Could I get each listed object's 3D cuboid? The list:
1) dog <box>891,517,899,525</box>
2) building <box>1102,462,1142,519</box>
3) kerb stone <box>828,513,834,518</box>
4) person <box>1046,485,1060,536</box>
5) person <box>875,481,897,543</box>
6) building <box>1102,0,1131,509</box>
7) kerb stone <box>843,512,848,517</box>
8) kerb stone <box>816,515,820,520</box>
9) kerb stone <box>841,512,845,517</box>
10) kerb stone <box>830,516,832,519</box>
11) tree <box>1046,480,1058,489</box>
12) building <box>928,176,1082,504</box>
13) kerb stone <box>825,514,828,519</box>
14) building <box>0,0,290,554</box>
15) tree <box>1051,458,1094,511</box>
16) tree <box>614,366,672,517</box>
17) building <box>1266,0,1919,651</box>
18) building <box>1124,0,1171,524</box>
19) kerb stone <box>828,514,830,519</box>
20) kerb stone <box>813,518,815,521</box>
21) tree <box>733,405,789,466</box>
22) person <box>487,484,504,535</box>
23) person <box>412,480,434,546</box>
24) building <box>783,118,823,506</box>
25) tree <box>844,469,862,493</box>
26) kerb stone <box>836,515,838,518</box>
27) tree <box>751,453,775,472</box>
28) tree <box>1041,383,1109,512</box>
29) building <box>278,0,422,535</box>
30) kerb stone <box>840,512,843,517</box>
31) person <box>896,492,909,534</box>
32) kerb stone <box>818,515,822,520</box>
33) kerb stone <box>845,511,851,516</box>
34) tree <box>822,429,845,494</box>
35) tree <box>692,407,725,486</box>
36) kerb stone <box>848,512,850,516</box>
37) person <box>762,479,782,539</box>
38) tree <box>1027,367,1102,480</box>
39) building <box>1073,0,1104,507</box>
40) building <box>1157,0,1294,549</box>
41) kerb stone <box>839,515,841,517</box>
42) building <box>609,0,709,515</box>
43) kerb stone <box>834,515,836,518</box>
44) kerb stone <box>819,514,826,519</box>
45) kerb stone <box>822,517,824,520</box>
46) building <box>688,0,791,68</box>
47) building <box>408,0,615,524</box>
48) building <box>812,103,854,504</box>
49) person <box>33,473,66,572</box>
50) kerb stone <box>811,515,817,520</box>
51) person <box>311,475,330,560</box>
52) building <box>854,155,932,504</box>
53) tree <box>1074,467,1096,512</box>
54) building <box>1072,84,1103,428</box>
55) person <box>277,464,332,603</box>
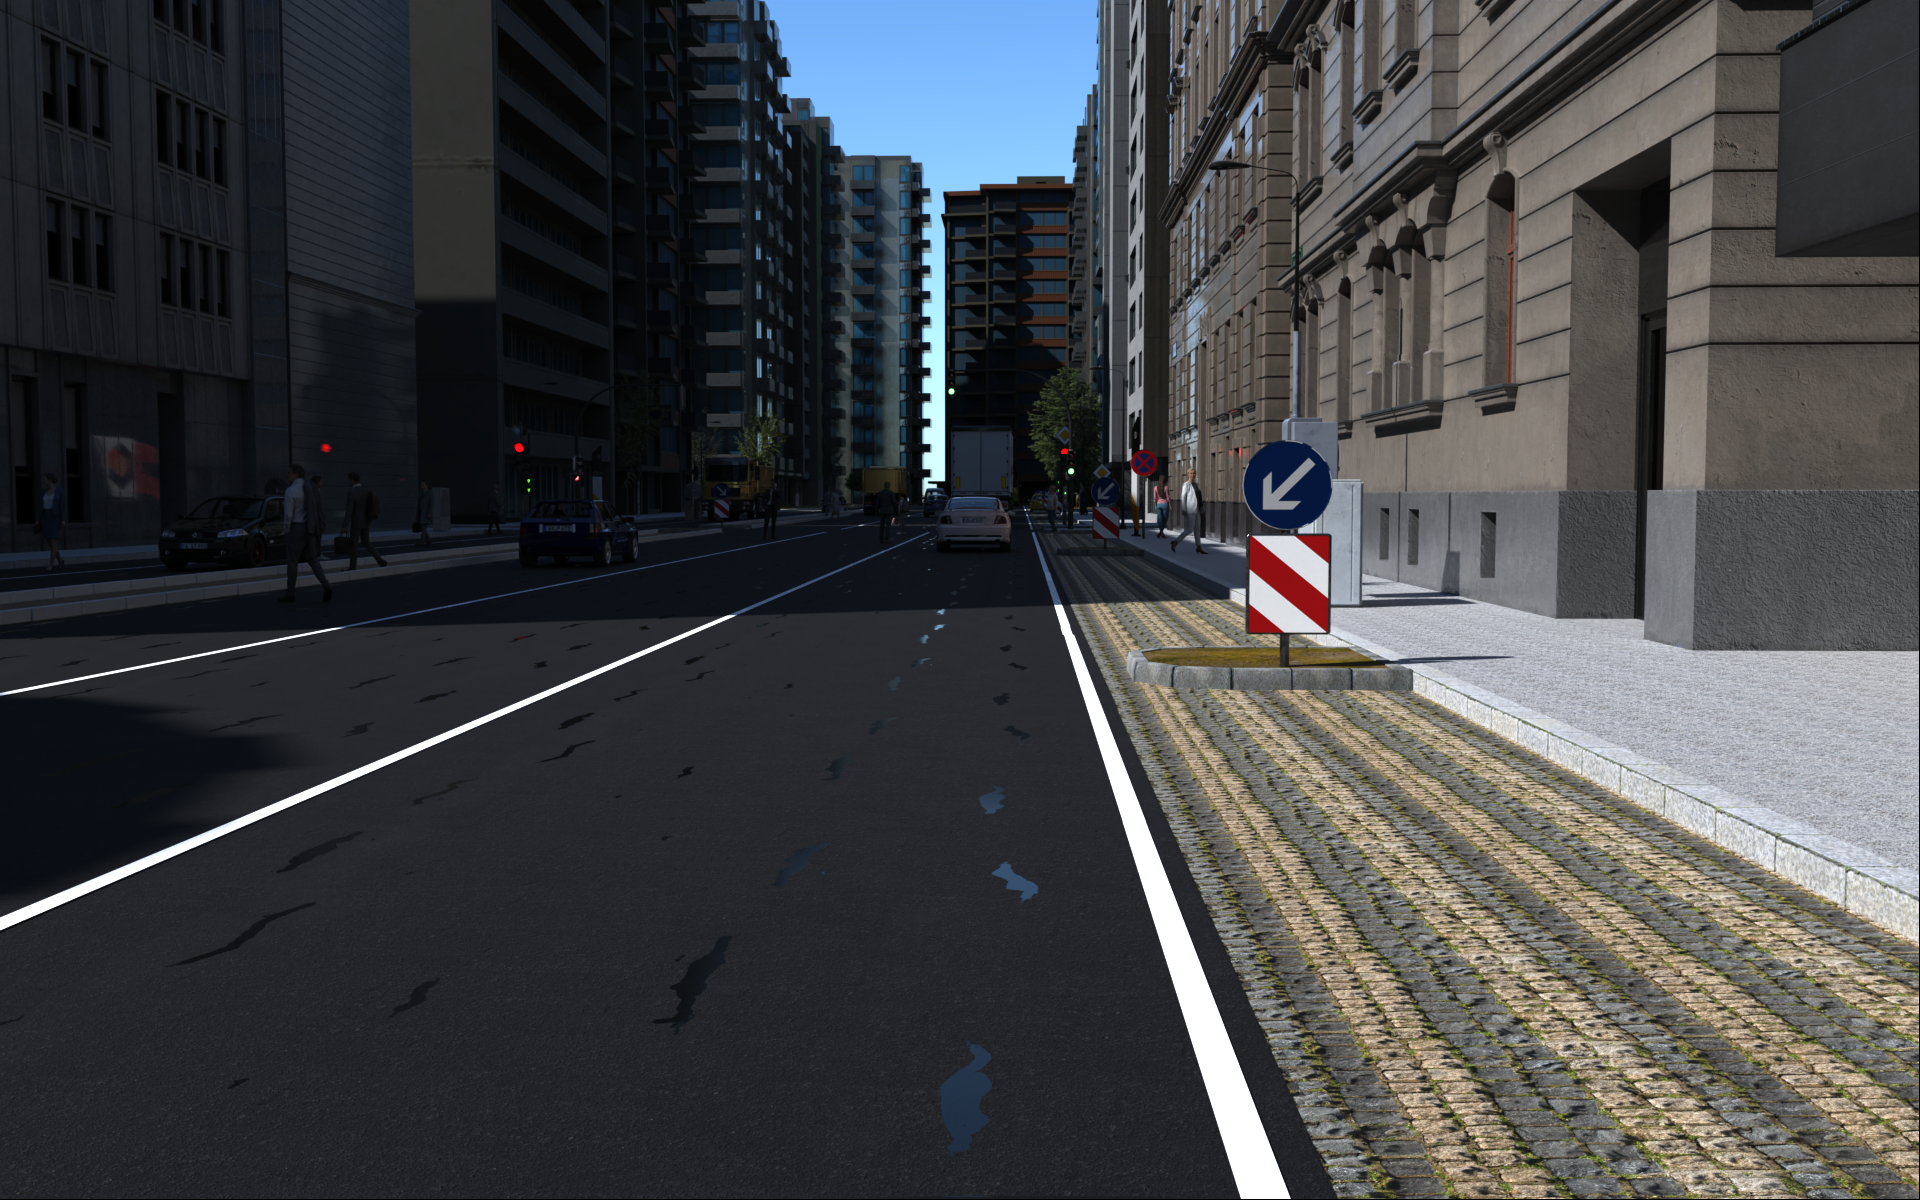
[{"bbox_3d":[-2.927,-3.721,80.134,0.540,0.507,0.406,-1,4,-19],"label":"dog"},{"bbox_3d":[24.375,-24.731,96.233,32.217,40.220,23.993,0,4,2],"label":"building"},{"bbox_3d":[-7.646,-4.847,101.447,0.120,0.150,1.000,0,4,2],"label":"kerb stone"},{"bbox_3d":[3.179,-3.059,59.188,0.598,1.740,0.731,-3,5,-43],"label":"person"},{"bbox_3d":[-2.143,-2.582,50.897,0.661,1.801,0.590,1,4,14],"label":"person"},{"bbox_3d":[21.277,-35.954,129.840,21.231,58.520,28.212,0,4,2],"label":"building"},{"bbox_3d":[-7.364,-5.349,109.655,0.120,0.150,1.000,0,4,2],"label":"kerb stone"},{"bbox_3d":[-7.888,-4.408,94.271,0.120,0.150,1.000,0,4,2],"label":"kerb stone"},{"bbox_3d":[-7.429,-5.222,107.598,0.120,0.150,1.000,0,4,2],"label":"kerb stone"},{"bbox_3d":[-7.683,-4.785,100.424,0.120,0.150,1.000,0,4,2],"label":"kerb stone"},{"bbox_3d":[11.846,-14.007,223.616,1.663,3.219,1.824,0,3,0],"label":"tree"},{"bbox_3d":[10.494,-35.885,241.345,28.867,44.769,22.147,0,4,2],"label":"building"},{"bbox_3d":[-7.755,-4.660,98.378,0.120,0.150,1.000,0,4,2],"label":"kerb stone"},{"bbox_3d":[-26.100,-13.618,40.669,12.078,24.808,19.932,0,4,2],"label":"building"},{"bbox_3d":[8.479,-8.974,130.438,4.285,4.588,4.351,0,3,0],"label":"tree"},{"bbox_3d":[-18.426,-9.016,97.770,4.737,8.622,4.395,0,3,0],"label":"tree"},{"bbox_3d":[12.597,-14.484,24.204,14.401,28.519,23.554,0,4,2],"label":"building"},{"bbox_3d":[14.791,-18.663,76.843,14.107,30.474,14.160,0,4,2],"label":"building"},{"bbox_3d":[-7.715,-4.722,99.401,0.120,0.150,1.000,0,4,2],"label":"kerb stone"},{"bbox_3d":[-7.966,-4.283,92.227,0.120,0.150,1.000,0,4,2],"label":"kerb stone"},{"bbox_3d":[-16.313,-11.778,142.935,4.737,8.622,4.395,0,3,0],"label":"tree"},{"bbox_3d":[-16.467,-3.219,61.526,0.661,1.777,0.834,3,4,37],"label":"person"},{"bbox_3d":[-14.833,-2.400,47.847,0.694,1.812,0.767,2,4,32],"label":"person"},{"bbox_3d":[-22.418,-30.624,184.292,14.154,41.232,14.086,0,4,2],"label":"building"},{"bbox_3d":[-13.325,-14.721,224.405,4.285,4.588,4.351,0,3,0],"label":"tree"},{"bbox_3d":[-7.576,-4.966,103.490,0.120,0.150,1.000,0,4,2],"label":"kerb stone"},{"bbox_3d":[-16.408,-9.429,137.882,4.285,4.588,4.351,0,3,0],"label":"tree"},{"bbox_3d":[7.765,-10.031,114.372,4.360,8.622,3.978,0,3,0],"label":"tree"},{"bbox_3d":[-34.668,-17.128,57.532,29.804,29.767,11.434,0,4,2],"label":"building"},{"bbox_3d":[-7.466,-5.157,106.564,0.120,0.150,1.000,0,4,2],"label":"kerb stone"},{"bbox_3d":[-2.084,-3.100,61.786,0.523,1.515,0.503,-1,4,-16],"label":"person"},{"bbox_3d":[-7.851,-4.471,95.292,0.120,0.150,1.000,0,4,2],"label":"kerb stone"},{"bbox_3d":[-7.292,-5.474,111.700,0.120,0.150,1.000,0,4,2],"label":"kerb stone"},{"bbox_3d":[-15.013,-14.980,195.278,4.360,8.622,3.978,0,3,0],"label":"tree"},{"bbox_3d":[-21.776,-11.821,143.634,4.360,8.622,3.978,0,3,0],"label":"tree"},{"bbox_3d":[-7.321,-5.412,110.676,0.120,0.150,1.000,0,4,2],"label":"kerb stone"},{"bbox_3d":[-5.967,-2.882,54.980,0.648,1.900,0.474,-1,4,-15],"label":"person"},{"bbox_3d":[9.458,-14.500,155.201,7.486,12.596,7.792,0,3,0],"label":"tree"},{"bbox_3d":[22.611,-52.633,173.218,22.319,86.520,31.000,0,4,2],"label":"building"},{"bbox_3d":[12.629,-15.393,48.932,12.463,27.353,25.104,0,4,2],"label":"building"},{"bbox_3d":[-7.503,-5.098,105.542,0.120,0.150,1.000,0,4,2],"label":"kerb stone"},{"bbox_3d":[-29.208,-28.203,115.740,22.147,44.769,28.867,0,4,2],"label":"building"},{"bbox_3d":[-7.604,-4.910,102.468,0.120,0.150,1.000,0,4,2],"label":"kerb stone"},{"bbox_3d":[-7.782,-4.597,97.351,0.120,0.150,1.000,0,4,2],"label":"kerb stone"},{"bbox_3d":[-7.814,-4.531,96.320,0.120,0.150,1.000,0,4,2],"label":"kerb stone"},{"bbox_3d":[-27.812,-33.174,161.997,23.786,49.044,30.456,0,4,2],"label":"building"},{"bbox_3d":[-29.714,-28.058,82.451,21.300,48.544,21.600,0,4,2],"label":"building"},{"bbox_3d":[-29.526,-36.074,209.414,30.456,49.044,23.786,0,4,2],"label":"building"},{"bbox_3d":[-16.837,-1.448,32.192,0.581,1.822,0.654,1,4,17],"label":"person"},{"bbox_3d":[-7.929,-4.346,93.249,0.120,0.150,1.000,0,4,2],"label":"kerb stone"},{"bbox_3d":[-14.097,-1.790,37.608,0.795,1.843,0.661,-1,4,-9],"label":"person"},{"bbox_3d":[-19.136,-38.106,242.635,30.456,49.044,23.786,0,4,2],"label":"building"},{"bbox_3d":[9.195,-7.942,124.456,1.663,3.219,1.824,0,3,0],"label":"tree"},{"bbox_3d":[24.616,-35.803,204.982,23.786,49.044,30.456,0,4,2],"label":"building"},{"bbox_3d":[-8.675,-0.877,22.939,0.850,1.850,0.679,1,4,22],"label":"person"}]
